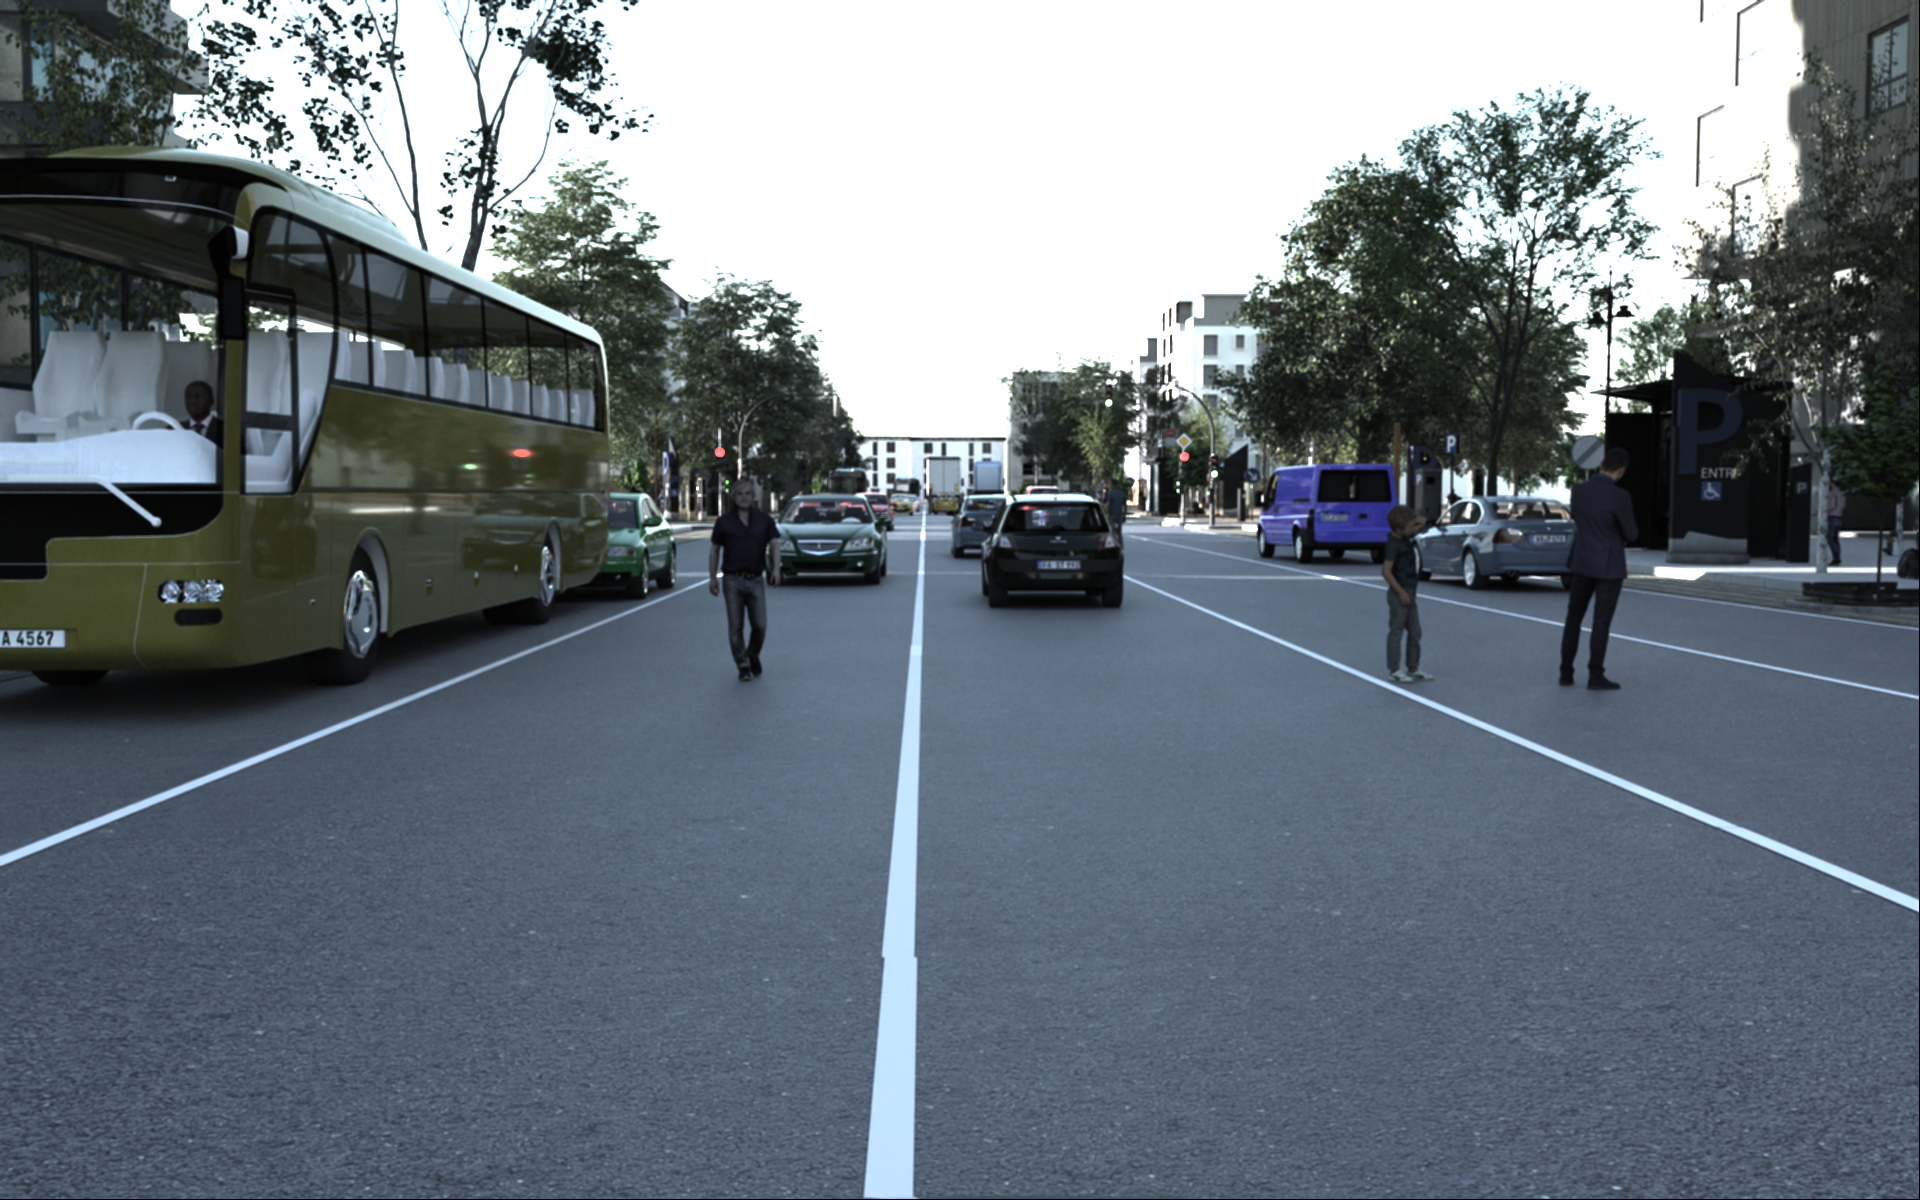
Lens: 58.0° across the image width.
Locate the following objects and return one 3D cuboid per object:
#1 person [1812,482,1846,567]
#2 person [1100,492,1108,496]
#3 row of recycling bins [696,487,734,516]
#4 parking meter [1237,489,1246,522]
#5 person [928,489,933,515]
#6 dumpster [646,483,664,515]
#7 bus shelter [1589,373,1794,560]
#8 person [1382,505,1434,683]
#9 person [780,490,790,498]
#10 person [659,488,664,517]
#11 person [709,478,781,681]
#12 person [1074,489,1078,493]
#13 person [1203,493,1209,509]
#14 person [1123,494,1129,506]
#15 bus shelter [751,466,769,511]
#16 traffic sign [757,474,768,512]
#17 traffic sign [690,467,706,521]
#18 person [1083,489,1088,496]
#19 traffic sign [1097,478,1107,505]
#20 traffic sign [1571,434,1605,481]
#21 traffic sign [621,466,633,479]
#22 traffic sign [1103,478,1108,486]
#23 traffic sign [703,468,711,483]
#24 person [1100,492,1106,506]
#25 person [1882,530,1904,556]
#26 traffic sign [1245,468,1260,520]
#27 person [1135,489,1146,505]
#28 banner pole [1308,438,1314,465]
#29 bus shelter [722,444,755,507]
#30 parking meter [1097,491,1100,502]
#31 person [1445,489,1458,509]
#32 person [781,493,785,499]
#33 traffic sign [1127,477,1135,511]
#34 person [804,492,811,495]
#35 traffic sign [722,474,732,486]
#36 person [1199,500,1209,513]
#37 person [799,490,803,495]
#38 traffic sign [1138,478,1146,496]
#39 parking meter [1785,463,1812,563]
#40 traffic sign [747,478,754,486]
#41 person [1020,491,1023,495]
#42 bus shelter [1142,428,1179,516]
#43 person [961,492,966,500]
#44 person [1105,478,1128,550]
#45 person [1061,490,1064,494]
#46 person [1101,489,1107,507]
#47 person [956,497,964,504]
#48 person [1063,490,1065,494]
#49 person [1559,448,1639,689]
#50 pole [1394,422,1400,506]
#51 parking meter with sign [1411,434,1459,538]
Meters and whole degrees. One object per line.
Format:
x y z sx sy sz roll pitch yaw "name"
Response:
15.504 -1.392 30.768 0.435 1.587 0.963 3 5 44 "person"
13.987 -9.850 167.096 1.348 1.824 0.705 1 4 16 "person"
-14.157 -5.853 102.811 3.534 1.692 1.069 -3 5 -44 "row of recycling bins"
13.080 -4.406 80.457 0.372 1.533 0.369 0 3 0 "parking meter"
-1.984 -6.686 117.941 0.434 1.807 0.598 0 4 1 "person"
-15.452 -5.056 88.426 1.264 1.857 1.865 0 4 -1 "dumpster"
15.331 -2.781 36.750 1.731 3.624 6.357 0 4 -1 "bus shelter"
3.426 -0.050 13.224 0.340 1.345 0.435 2 4 26 "person"
-17.374 -10.087 171.043 1.350 1.814 0.705 -3 5 -45 "person"
-13.930 -4.486 81.608 0.429 1.552 0.499 -3 5 -43 "person"
-1.599 -0.164 13.391 0.569 1.553 0.471 1 4 23 "person"
10.411 -9.281 158.316 0.750 1.759 0.617 -1 4 -21 "person"
21.722 -8.847 152.903 0.614 1.554 0.590 -3 5 -44 "person"
18.404 -11.466 193.542 1.348 1.821 0.705 -1 4 -12 "person"
-14.777 -8.056 125.643 2.014 3.302 5.546 0 4 -1 "bus shelter"
-12.752 -6.829 111.761 0.768 2.556 0.104 0 4 4 "traffic sign"
-12.305 -4.968 81.330 0.768 2.556 0.104 0 4 3 "traffic sign"
12.753 -10.376 175.829 0.705 1.807 1.348 3 4 38 "person"
11.212 -8.336 136.294 0.884 2.594 0.081 0 4 -1 "traffic sign"
13.461 -2.266 37.148 0.768 2.556 0.104 0 4 4 "traffic sign"
-14.975 -4.791 78.437 0.768 2.556 0.104 0 4 1 "traffic sign"
11.316 -8.391 137.197 0.884 2.594 0.081 0 4 7 "traffic sign"
-12.655 -5.215 85.371 0.768 2.556 0.104 1 4 8 "traffic sign"
12.854 -8.982 156.087 0.628 1.438 0.799 2 4 35 "person"
19.358 -1.183 35.868 0.381 0.543 0.357 -2 4 -25 "person"
14.207 -5.146 84.237 0.768 2.556 0.104 0 4 0 "traffic sign"
19.015 -10.743 181.707 1.348 1.822 0.705 0 4 7 "person"
14.187 -4.889 69.948 0.401 3.779 0.863 0 4 -6 "banner pole"
-15.413 -8.574 117.809 2.179 5.291 8.768 0 4 -1 "bus shelter"
11.696 -8.466 146.832 0.372 1.533 0.369 0 3 0 "parking meter"
22.332 -4.315 78.795 0.569 1.553 0.471 2 4 30 "person"
-13.942 -7.753 136.712 0.340 1.345 0.435 1 4 16 "person"
12.588 -7.847 128.411 0.768 2.556 0.104 0 4 3 "traffic sign"
-18.210 -12.330 207.275 1.348 1.869 0.705 0 4 -7 "person"
-15.101 -6.888 112.621 0.884 2.594 0.081 0 4 3 "traffic sign"
16.108 -6.161 114.698 0.695 0.859 0.347 -1 4 -23 "person"
-20.050 -13.043 219.820 0.617 1.759 0.750 2 4 35 "person"
14.612 -8.451 138.171 0.884 2.594 0.081 0 4 1 "traffic sign"
15.639 -1.628 32.334 0.399 1.863 0.255 0 4 8 "parking meter"
-13.822 -6.821 113.650 0.606 2.300 0.079 0 4 5 "traffic sign"
6.282 -10.497 180.816 1.217 1.739 0.721 2 4 32 "person"
12.182 -7.700 103.523 2.179 5.291 8.768 0 4 -1 "bus shelter"
0.340 -12.200 208.693 1.217 1.735 0.721 1 4 14 "person"
3.746 -2.026 41.758 0.598 1.807 0.434 -1 4 -18 "person"
10.906 -10.928 185.387 0.621 1.740 0.551 -3 5 -44 "person"
12.091 -8.445 144.831 0.576 1.737 0.504 1 4 10 "person"
0.043 -2.496 53.216 0.340 1.345 0.435 2 4 35 "person"
13.145 -13.046 219.895 0.434 1.755 0.990 -2 4 -28 "person"
4.759 -0.238 12.842 0.568 1.767 0.683 -3 4 -37 "person"
12.409 -3.388 49.237 0.158 3.312 0.155 0 3 0 "pole"
13.642 -3.318 50.506 1.738 3.016 0.543 -1 4 -20 "parking meter with sign"
